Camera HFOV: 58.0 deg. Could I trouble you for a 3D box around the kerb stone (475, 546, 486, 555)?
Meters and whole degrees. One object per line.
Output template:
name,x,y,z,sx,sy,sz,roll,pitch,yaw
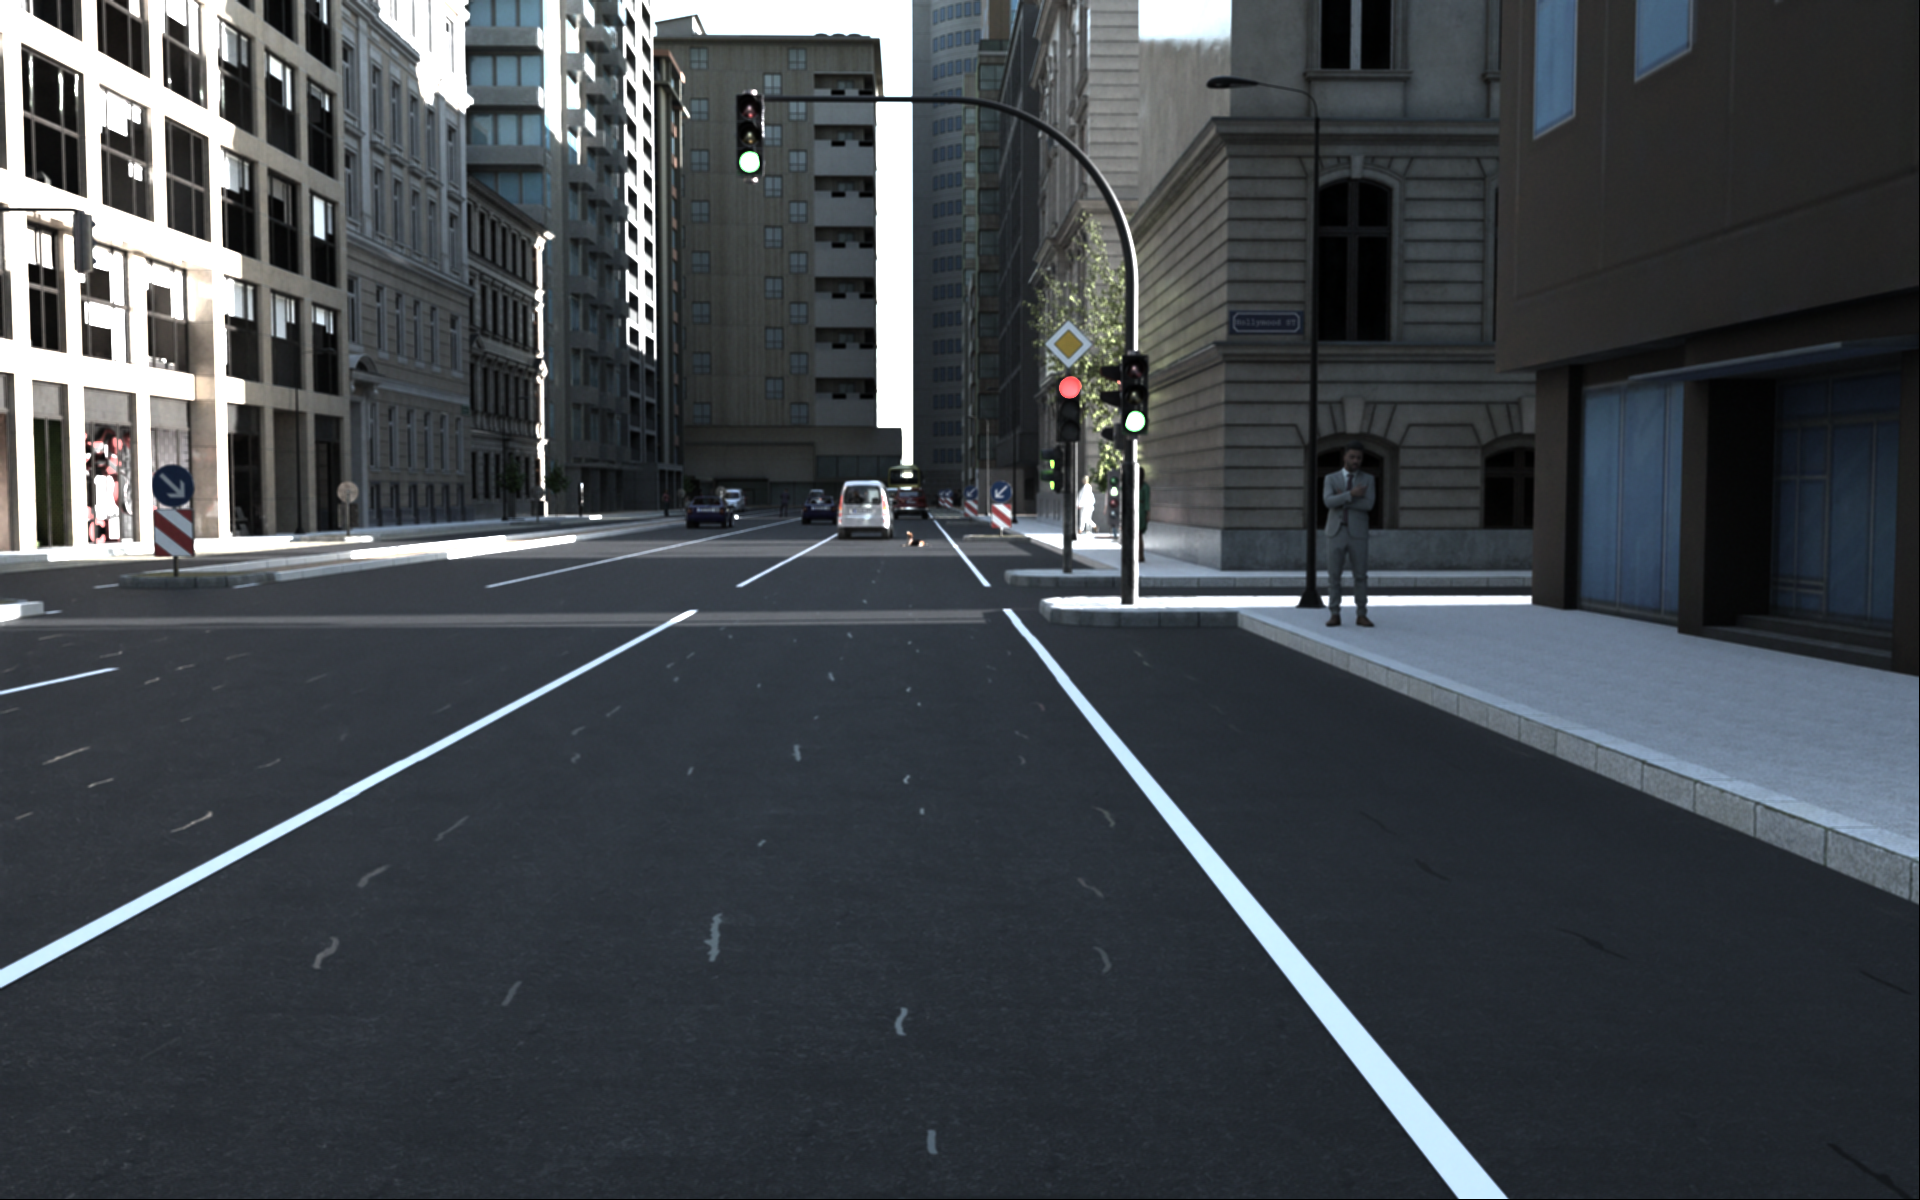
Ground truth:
kerb stone,-11.518,-1.157,41.169,0.120,0.150,1.000,0,4,-2

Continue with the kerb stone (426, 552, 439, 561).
kerb stone,-11.406,-0.909,37.065,0.120,0.150,1.000,0,4,-2

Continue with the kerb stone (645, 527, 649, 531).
kerb stone,-12.219,-2.728,66.801,0.120,0.150,1.000,0,4,-2

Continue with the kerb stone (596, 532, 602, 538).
kerb stone,-11.934,-2.101,56.540,0.120,0.150,1.000,0,4,-2

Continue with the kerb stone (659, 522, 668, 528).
kerb stone,-12.360,-3.038,71.939,0.120,0.150,1.000,0,4,-2

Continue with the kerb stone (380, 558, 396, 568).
kerb stone,-11.325,-0.719,33.963,0.120,0.150,1.000,0,4,-2

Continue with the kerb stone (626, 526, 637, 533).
kerb stone,-12.135,-2.541,63.734,0.120,0.150,1.000,0,4,-2

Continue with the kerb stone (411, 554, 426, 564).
kerb stone,-11.375,-0.846,36.032,0.120,0.150,1.000,0,4,-2

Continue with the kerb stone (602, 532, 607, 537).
kerb stone,-11.965,-2.163,57.567,0.120,0.150,1.000,0,4,-2

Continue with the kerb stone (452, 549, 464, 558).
kerb stone,-11.462,-1.030,39.115,0.120,0.150,1.000,0,4,-2

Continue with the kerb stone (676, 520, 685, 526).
kerb stone,-12.487,-3.356,77.066,0.120,0.150,1.000,0,4,-2

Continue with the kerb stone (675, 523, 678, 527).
kerb stone,-12.436,-3.229,75.010,0.120,0.150,1.000,0,4,-2

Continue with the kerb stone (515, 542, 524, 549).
kerb stone,-11.625,-1.407,45.266,0.120,0.150,1.000,0,4,-2

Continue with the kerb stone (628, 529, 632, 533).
kerb stone,-12.108,-2.477,62.695,0.120,0.150,1.000,0,4,-2

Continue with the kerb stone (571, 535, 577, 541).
kerb stone,-11.825,-1.850,52.448,0.120,0.150,1.000,0,4,-2

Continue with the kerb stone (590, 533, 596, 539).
kerb stone,-11.907,-2.036,55.518,0.120,0.150,1.000,0,4,-2

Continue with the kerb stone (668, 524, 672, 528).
kerb stone,-12.378,-3.102,72.966,0.120,0.150,1.000,0,4,-2

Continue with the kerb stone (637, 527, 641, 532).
kerb stone,-12.165,-2.601,64.756,0.120,0.150,1.000,0,4,-2

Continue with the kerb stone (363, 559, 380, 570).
kerb stone,-11.290,-0.655,32.937,0.120,0.150,1.000,0,4,-2

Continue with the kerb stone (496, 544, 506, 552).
kerb stone,-11.580,-1.286,43.216,0.120,0.150,1.000,0,4,-2

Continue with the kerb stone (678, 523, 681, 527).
kerb stone,-12.470,-3.293,76.039,0.120,0.150,1.000,0,4,-2

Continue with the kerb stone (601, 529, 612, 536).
kerb stone,-12.000,-2.226,58.597,0.120,0.150,1.000,0,4,-2

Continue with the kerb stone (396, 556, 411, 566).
kerb stone,-11.350,-0.783,34.996,0.120,0.150,1.000,0,4,-2

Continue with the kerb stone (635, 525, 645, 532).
kerb stone,-12.185,-2.666,65.778,0.120,0.150,1.000,0,4,-2

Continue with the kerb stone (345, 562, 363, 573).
kerb stone,-11.267,-0.594,31.914,0.120,0.150,1.000,0,4,-2

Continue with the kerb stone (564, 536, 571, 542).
kerb stone,-11.796,-1.788,51.425,0.120,0.150,1.000,0,4,-2

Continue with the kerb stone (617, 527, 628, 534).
kerb stone,-12.072,-2.415,61.673,0.120,0.150,1.000,0,4,-2

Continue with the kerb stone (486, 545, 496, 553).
kerb stone,-11.547,-1.223,42.191,0.120,0.150,1.000,0,4,-2

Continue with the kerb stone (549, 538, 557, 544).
kerb stone,-11.738,-1.662,49.375,0.120,0.150,1.000,0,4,-2

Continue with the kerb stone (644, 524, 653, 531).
kerb stone,-12.243,-2.791,67.833,0.120,0.150,1.000,0,4,-2

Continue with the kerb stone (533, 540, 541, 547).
kerb stone,-11.683,-1.532,47.315,0.120,0.150,1.000,0,4,-2

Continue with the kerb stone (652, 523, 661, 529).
kerb stone,-12.300,-2.916,69.877,0.120,0.150,1.000,0,4,-2

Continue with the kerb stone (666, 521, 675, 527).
kerb stone,-12.407,-3.168,73.988,0.120,0.150,1.000,0,4,-2

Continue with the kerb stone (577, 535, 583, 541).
kerb stone,-11.859,-1.910,53.474,0.120,0.150,1.000,0,4,-2

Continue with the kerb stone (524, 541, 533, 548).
kerb stone,-11.654,-1.471,46.293,0.120,0.150,1.000,0,4,-2

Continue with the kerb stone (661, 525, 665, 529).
kerb stone,-12.327,-2.980,70.916,0.120,0.150,1.000,0,4,-2

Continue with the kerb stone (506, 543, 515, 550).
kerb stone,-11.605,-1.348,44.238,0.120,0.150,1.000,0,4,-2

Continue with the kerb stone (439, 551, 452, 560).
kerb stone,-11.429,-0.971,38.093,0.120,0.150,1.000,0,4,-2

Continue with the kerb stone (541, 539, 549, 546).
kerb stone,-11.711,-1.600,48.351,0.120,0.150,1.000,0,4,-2

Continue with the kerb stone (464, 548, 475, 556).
kerb stone,-11.491,-1.098,40.147,0.120,0.150,1.000,0,4,-2

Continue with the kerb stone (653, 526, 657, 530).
kerb stone,-12.267,-2.854,68.855,0.120,0.150,1.000,0,4,-2

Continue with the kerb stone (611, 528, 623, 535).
kerb stone,-12.048,-2.352,60.645,0.120,0.150,1.000,0,4,-2

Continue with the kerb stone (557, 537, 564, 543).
kerb stone,-11.766,-1.725,50.397,0.120,0.150,1.000,0,4,-2

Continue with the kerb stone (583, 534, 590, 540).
kerb stone,-11.876,-1.976,54.496,0.120,0.150,1.000,0,4,-2

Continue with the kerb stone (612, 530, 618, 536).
kerb stone,-12.014,-2.287,59.619,0.120,0.150,1.000,0,4,-2
